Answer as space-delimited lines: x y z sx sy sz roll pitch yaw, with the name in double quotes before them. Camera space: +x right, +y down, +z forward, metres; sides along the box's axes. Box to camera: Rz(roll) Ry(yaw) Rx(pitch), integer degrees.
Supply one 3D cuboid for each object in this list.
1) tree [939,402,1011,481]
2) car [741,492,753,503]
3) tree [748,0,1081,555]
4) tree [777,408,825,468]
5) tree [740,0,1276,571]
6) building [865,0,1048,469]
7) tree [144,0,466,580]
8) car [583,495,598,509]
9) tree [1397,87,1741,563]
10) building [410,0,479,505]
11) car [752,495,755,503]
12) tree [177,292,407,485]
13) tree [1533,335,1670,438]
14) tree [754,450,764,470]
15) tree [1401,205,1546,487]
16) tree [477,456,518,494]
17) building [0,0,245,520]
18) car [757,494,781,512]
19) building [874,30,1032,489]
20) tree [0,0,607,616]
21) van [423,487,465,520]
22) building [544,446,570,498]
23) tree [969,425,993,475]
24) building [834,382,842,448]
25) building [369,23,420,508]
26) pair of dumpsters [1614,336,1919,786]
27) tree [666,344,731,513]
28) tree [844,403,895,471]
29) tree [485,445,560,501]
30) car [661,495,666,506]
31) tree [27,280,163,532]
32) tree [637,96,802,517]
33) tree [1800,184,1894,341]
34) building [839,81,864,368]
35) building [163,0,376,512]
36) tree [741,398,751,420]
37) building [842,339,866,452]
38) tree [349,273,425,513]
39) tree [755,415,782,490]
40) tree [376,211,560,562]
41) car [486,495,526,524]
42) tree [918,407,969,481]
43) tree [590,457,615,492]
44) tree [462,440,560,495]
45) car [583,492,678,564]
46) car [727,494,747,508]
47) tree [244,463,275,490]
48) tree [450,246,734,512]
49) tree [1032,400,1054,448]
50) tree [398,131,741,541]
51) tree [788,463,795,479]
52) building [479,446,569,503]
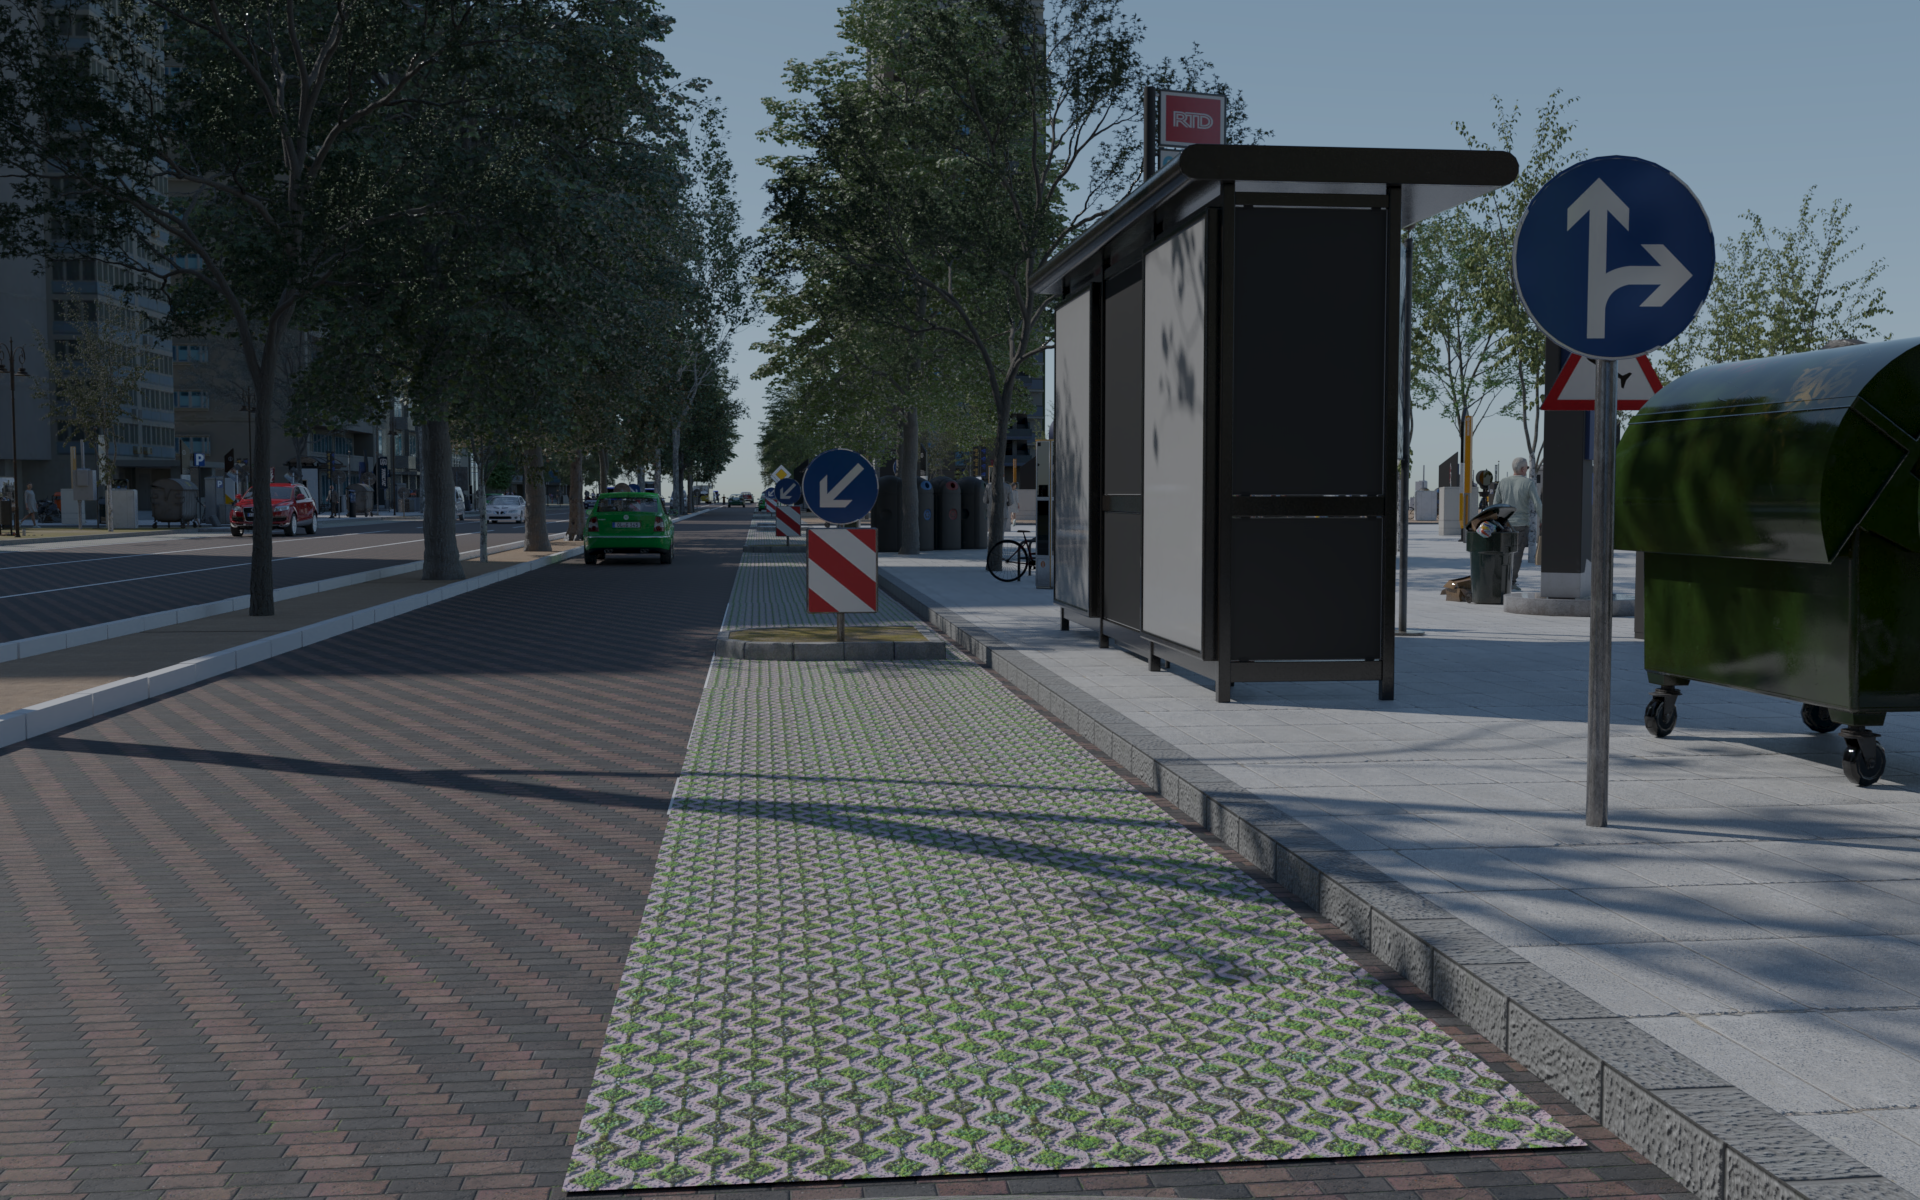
"tree" 0.864 -8.646 91.732 4.737 8.622 4.395 0 3 0
"car" -33.269 -15.922 268.995 2.281 1.827 5.304 -1 4 -8
"tree" -0.657 -7.246 36.603 7.486 12.596 7.792 0 3 0
"tree" -12.917 -11.696 141.587 4.737 8.622 4.395 0 3 0
"tree" 0.567 -5.736 28.203 8.767 10.594 7.601 0 4 -4
"building" -0.558 -40.549 204.974 21.231 58.520 28.212 0 4 -7
"tree" -8.597 -7.293 28.355 9.857 13.997 8.962 0 3 0
"car" -35.055 -9.359 165.597 1.945 1.354 3.894 0 4 -7
"tree" 10.745 -4.980 31.781 4.737 8.622 4.395 0 3 0
"building" -65.161 -53.647 189.804 22.319 86.520 31.000 0 4 -7
"car" -33.895 -16.438 277.557 1.959 1.807 4.718 0 4 -6
"tree" -31.396 -10.504 82.112 12.009 13.543 11.850 0 3 0
"tree" 20.155 -6.378 54.651 4.360 8.622 3.978 0 3 0
"tree" -30.812 -23.834 300.054 12.009 13.543 11.850 0 3 0
"tree" 18.193 -8.343 62.165 9.928 11.665 9.643 0 3 0
"tree" -39.041 -9.945 146.314 4.285 4.588 4.351 0 3 0
"building" -56.053 -24.362 90.196 32.217 40.220 23.993 0 4 -7
"car" -14.849 -7.722 135.053 1.959 1.807 4.718 0 4 -7
"building" -1.031 -31.765 169.463 14.600 45.320 14.200 0 4 -7
"tree" -8.169 -5.062 19.637 8.767 10.594 7.601 0 4 -7
"van" -27.784 -5.278 93.300 2.013 2.044 4.112 0 4 -7
"building" -72.209 -39.332 293.196 14.600 45.320 14.200 0 4 -7
"tree" 0.825 -12.153 149.065 4.360 8.622 3.978 0 3 0
"building" -5.756 -26.360 276.025 27.650 21.520 28.899 0 4 -7
"building" -61.347 -33.083 160.513 23.786 49.044 30.456 0 4 -7
"pair of dumpsters" 4.463 -0.285 7.156 1.574 2.255 4.437 0 4 -7
"tree" -19.703 -12.595 126.511 7.486 12.596 7.792 0 3 0
"tree" -6.430 -10.076 115.105 4.360 8.622 3.978 0 3 0
"tree" -42.440 -15.208 166.770 7.486 12.596 7.792 0 3 0
"car" -36.782 -12.121 210.753 1.945 1.354 3.894 -1 4 -8
"tree" -29.206 -6.632 58.795 4.360 8.622 3.978 0 3 0
"tree" -13.860 -13.629 81.181 12.611 20.169 13.585 0 3 0
"tree" 20.455 -5.628 42.374 4.737 8.622 4.395 0 3 0
"building" -12.303 -52.701 299.912 20.563 71.187 20.611 0 4 -7
"building" -55.311 -30.564 123.423 21.300 48.544 21.600 0 4 -7
"tree" -19.036 -12.136 117.894 9.611 12.733 9.660 0 3 0
"building" -10.344 -29.447 253.152 14.160 30.474 14.107 0 4 -7
"tree" -34.688 -15.764 113.636 12.611 20.169 13.585 0 3 0
"tree" -24.053 -19.680 238.777 9.611 12.733 9.660 0 3 0
"tree" -9.882 -5.064 35.613 4.360 8.622 3.978 0 3 0
"car" -22.377 -4.472 85.478 2.083 1.381 4.827 0 4 -7
"tree" -1.777 -10.930 129.067 4.360 8.622 3.978 0 3 0
"tree" -49.614 -17.648 238.912 4.737 8.622 4.395 0 3 0
"tree" -40.581 -15.049 156.420 12.009 13.543 11.850 0 3 0
"car" -6.995 -1.714 36.826 1.959 1.807 4.718 -1 4 -8
"car" -23.960 -10.638 185.728 2.131 1.459 4.920 0 4 -6
"tree" -38.744 -6.161 95.340 1.663 3.219 1.824 0 3 0
"tree" -13.172 -8.275 63.511 9.928 11.665 9.643 0 3 0
"tree" 7.660 -11.123 132.222 4.737 8.622 4.395 0 3 0
"tree" -11.667 -8.131 52.406 9.611 12.733 9.660 0 3 0
"tree" -17.309 -12.093 181.442 4.285 4.588 4.351 0 3 0
"building" -79.193 -35.562 273.324 32.217 40.220 23.993 0 4 -7
